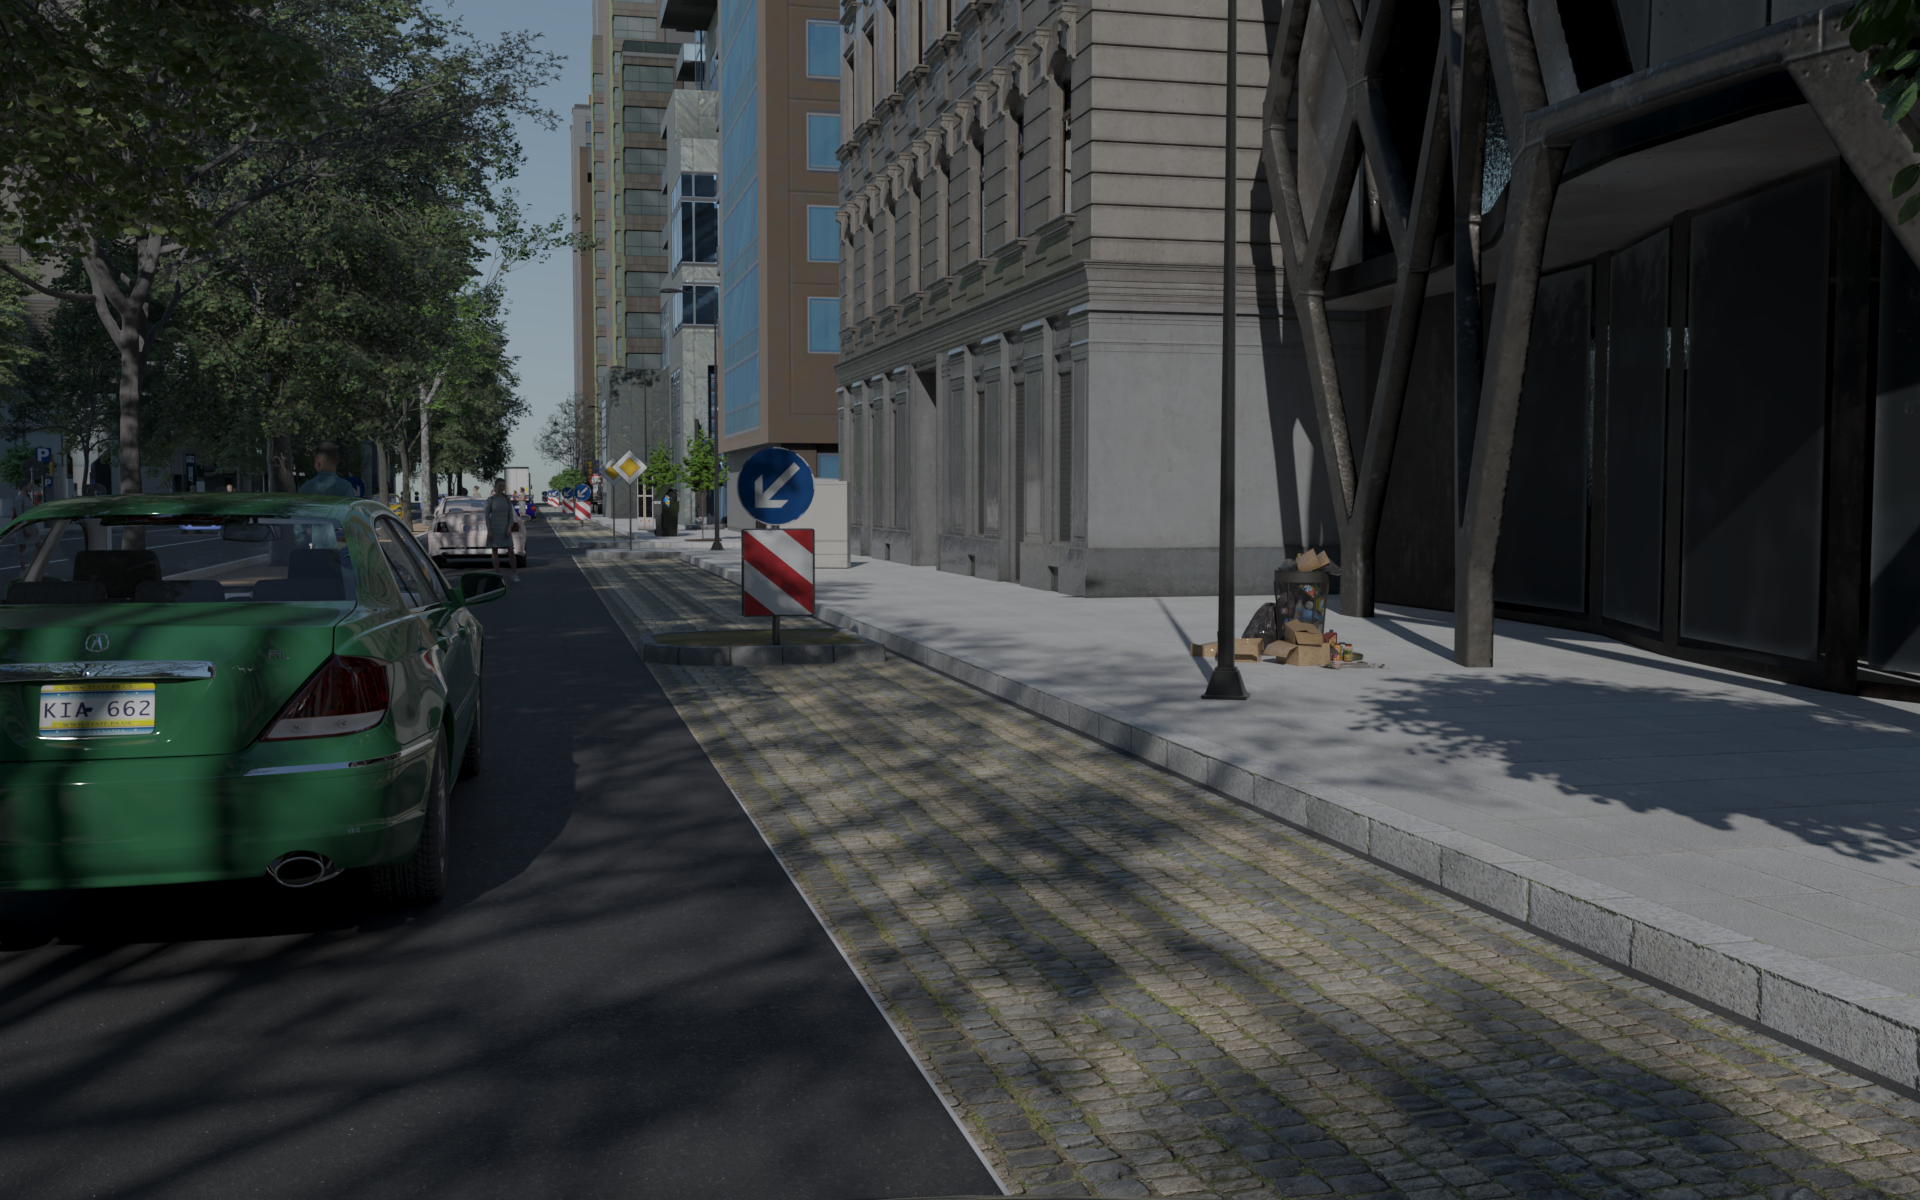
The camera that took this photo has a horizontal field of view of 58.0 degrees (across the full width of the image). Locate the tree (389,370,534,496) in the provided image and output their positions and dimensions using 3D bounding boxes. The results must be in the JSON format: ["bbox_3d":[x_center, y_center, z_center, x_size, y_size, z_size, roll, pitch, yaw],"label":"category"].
[{"bbox_3d":[-33.039,-11.906,114.125,9.611,12.733,9.660,0,3,0],"label":"tree"}]

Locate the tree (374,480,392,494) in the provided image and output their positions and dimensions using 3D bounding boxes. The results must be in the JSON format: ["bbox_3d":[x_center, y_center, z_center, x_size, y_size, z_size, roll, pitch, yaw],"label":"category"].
[{"bbox_3d":[-73.244,-13.762,219.608,1.663,3.219,1.824,0,3,0],"label":"tree"}]

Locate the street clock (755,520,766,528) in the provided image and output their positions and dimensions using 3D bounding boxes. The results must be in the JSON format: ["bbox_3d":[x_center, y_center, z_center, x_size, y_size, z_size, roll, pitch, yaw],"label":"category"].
[{"bbox_3d":[-4.218,-1.963,36.663,0.471,2.002,0.358,-3,4,-38],"label":"street clock"}]

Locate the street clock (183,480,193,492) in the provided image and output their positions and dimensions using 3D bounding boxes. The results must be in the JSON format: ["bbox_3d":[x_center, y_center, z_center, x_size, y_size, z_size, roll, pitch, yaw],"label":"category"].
[{"bbox_3d":[-40.819,-5.324,91.614,0.471,2.002,0.358,-2,4,-30],"label":"street clock"}]

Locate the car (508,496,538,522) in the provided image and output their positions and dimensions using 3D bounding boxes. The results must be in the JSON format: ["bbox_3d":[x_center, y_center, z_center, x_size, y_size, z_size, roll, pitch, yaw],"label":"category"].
[{"bbox_3d":[-22.883,-4.724,89.814,1.945,1.354,3.894,-1,4,-16],"label":"car"}]

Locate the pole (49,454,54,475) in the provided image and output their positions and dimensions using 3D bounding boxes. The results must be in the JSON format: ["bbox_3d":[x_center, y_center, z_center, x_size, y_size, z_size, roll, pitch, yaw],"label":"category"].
[{"bbox_3d":[-46.151,-5.763,88.070,0.158,3.312,0.155,0,3,0],"label":"pole"}]

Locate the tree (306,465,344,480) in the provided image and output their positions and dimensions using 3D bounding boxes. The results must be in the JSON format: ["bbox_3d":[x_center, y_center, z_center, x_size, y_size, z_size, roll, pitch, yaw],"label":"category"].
[{"bbox_3d":[-58.886,-10.820,160.614,4.285,4.588,4.351,0,3,0],"label":"tree"}]

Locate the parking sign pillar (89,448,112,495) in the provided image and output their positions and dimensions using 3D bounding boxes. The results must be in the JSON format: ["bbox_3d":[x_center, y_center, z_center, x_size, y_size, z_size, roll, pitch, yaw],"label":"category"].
[{"bbox_3d":[-49.559,-6.814,99.882,1.447,3.967,1.447,1,4,14],"label":"parking sign pillar"}]

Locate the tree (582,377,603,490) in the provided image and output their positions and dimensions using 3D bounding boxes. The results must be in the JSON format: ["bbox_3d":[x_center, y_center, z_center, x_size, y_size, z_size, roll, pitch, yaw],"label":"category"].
[{"bbox_3d":[-20.531,-9.322,102.784,4.360,8.622,3.978,0,3,0],"label":"tree"}]

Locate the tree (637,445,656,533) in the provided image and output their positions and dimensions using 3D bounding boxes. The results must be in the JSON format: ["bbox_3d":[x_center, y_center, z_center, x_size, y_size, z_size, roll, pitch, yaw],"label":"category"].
[{"bbox_3d":[-10.129,-3.883,58.089,1.663,3.219,1.824,0,3,0],"label":"tree"}]

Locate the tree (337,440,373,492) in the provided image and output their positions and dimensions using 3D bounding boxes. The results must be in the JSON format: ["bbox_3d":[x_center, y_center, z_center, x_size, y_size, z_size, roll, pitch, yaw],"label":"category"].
[{"bbox_3d":[-62.890,-14.047,180.023,4.360,8.622,3.978,0,3,0],"label":"tree"}]

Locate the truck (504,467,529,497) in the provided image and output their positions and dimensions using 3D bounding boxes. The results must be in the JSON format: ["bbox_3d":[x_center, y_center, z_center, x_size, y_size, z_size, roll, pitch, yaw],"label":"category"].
[{"bbox_3d":[-46.718,-11.832,182.364,2.839,4.237,11.283,-1,4,-15],"label":"truck"}]

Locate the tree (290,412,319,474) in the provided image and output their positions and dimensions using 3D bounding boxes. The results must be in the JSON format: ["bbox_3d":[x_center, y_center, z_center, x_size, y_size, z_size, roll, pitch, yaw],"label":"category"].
[{"bbox_3d":[-50.622,-11.035,130.780,4.360,8.622,3.978,0,3,0],"label":"tree"}]

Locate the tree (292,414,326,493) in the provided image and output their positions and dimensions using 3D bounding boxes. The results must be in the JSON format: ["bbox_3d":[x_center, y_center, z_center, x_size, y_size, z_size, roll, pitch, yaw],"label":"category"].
[{"bbox_3d":[-51.607,-11.328,135.571,4.737,8.622,4.395,0,3,0],"label":"tree"}]

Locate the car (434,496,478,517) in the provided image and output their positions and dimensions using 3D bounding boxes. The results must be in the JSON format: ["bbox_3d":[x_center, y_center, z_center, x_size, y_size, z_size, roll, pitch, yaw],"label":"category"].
[{"bbox_3d":[-16.951,-2.870,59.289,2.083,1.381,4.827,-1,4,-12],"label":"car"}]

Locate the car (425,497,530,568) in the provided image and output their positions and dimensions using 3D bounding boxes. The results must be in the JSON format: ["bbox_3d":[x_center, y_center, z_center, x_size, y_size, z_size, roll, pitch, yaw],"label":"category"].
[{"bbox_3d":[-9.718,-1.379,34.917,2.083,1.381,4.827,-1,4,-15],"label":"car"}]

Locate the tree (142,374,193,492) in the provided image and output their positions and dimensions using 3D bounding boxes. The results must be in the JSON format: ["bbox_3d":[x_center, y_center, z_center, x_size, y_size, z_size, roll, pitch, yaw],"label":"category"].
[{"bbox_3d":[-46.317,-9.210,100.946,4.737,8.622,4.395,0,3,0],"label":"tree"}]

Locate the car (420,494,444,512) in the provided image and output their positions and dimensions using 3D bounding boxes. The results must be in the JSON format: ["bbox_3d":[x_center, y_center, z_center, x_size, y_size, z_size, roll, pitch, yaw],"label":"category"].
[{"bbox_3d":[-42.918,-8.035,140.957,1.945,1.707,3.694,-1,4,-13],"label":"car"}]

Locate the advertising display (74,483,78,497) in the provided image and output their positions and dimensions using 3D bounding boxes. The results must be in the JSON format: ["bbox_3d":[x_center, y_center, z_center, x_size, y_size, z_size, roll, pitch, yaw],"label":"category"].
[{"bbox_3d":[-51.511,-5.836,100.634,0.123,1.923,0.974,0,4,-7],"label":"advertising display"}]

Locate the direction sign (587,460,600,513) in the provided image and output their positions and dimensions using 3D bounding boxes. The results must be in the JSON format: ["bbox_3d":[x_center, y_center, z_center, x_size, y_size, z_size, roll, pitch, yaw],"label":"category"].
[{"bbox_3d":[-24.299,-7.511,114.809,0.876,3.537,0.379,-2,4,-35],"label":"direction sign"}]

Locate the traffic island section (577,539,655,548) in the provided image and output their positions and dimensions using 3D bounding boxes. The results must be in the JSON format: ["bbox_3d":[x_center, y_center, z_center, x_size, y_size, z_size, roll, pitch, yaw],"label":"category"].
[{"bbox_3d":[-9.392,-1.521,47.145,2.009,0.180,2.903,-1,4,-14],"label":"traffic island section"}]

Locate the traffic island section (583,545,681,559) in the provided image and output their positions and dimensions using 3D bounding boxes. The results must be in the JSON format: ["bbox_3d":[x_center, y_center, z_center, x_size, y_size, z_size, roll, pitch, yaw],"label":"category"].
[{"bbox_3d":[-7.466,-1.047,39.395,2.009,0.180,2.903,-1,4,-14],"label":"traffic island section"}]

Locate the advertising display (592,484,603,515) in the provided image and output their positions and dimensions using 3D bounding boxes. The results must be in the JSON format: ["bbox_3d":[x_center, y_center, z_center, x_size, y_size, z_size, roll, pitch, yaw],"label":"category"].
[{"bbox_3d":[-22.462,-6.296,108.152,0.974,1.923,0.123,-2,4,-23],"label":"advertising display"}]

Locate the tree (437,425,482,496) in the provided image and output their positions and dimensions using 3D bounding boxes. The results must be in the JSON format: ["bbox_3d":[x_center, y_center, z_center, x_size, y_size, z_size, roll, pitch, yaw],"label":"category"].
[{"bbox_3d":[-31.136,-9.377,106.135,4.737,8.622,4.395,0,3,0],"label":"tree"}]

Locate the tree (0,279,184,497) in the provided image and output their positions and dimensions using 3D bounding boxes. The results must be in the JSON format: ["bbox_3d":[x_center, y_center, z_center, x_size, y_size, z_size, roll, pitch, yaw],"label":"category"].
[{"bbox_3d":[-36.454,-8.437,72.353,7.601,10.594,8.767,0,4,-6],"label":"tree"}]

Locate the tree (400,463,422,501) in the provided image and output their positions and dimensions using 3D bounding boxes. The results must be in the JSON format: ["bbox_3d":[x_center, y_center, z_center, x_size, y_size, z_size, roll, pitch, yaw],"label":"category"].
[{"bbox_3d":[-84.597,-19.380,267.220,4.360,8.622,3.978,0,3,0],"label":"tree"}]

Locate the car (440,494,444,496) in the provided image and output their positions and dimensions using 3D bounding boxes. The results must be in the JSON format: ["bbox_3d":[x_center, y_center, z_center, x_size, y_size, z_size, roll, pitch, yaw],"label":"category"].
[{"bbox_3d":[-71.971,-14.055,239.387,1.945,1.707,3.694,-1,4,-15],"label":"car"}]

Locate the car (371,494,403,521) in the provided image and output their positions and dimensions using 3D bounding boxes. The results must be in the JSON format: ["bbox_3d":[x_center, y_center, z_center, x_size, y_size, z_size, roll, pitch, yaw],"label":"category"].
[{"bbox_3d":[-27.370,-4.426,82.588,2.015,1.641,3.980,-1,4,-16],"label":"car"}]

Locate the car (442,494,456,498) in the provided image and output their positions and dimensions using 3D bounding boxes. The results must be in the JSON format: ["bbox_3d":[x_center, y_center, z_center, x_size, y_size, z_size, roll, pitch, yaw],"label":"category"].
[{"bbox_3d":[-46.741,-8.976,158.755,2.014,1.417,4.499,-1,4,-14],"label":"car"}]

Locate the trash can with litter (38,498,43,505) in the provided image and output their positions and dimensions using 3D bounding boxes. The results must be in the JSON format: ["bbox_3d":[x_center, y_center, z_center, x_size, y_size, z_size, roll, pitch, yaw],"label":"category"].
[{"bbox_3d":[-46.277,-4.633,87.138,1.055,1.170,0.624,1,4,14],"label":"trash can with litter"}]

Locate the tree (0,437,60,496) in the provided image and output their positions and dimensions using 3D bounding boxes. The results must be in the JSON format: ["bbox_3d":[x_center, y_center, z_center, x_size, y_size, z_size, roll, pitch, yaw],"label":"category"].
[{"bbox_3d":[-53.666,-7.087,99.590,4.285,4.588,4.351,0,3,0],"label":"tree"}]

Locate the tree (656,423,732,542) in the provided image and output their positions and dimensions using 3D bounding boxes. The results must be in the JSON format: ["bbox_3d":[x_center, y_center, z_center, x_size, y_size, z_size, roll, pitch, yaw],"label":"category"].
[{"bbox_3d":[-7.108,-3.204,46.987,1.663,3.219,1.824,0,3,0],"label":"tree"}]

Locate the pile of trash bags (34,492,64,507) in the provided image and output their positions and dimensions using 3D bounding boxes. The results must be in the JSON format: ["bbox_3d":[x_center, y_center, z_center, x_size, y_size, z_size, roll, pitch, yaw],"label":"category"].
[{"bbox_3d":[-50.541,-5.321,96.744,3.447,1.369,1.912,2,4,23],"label":"pile of trash bags"}]

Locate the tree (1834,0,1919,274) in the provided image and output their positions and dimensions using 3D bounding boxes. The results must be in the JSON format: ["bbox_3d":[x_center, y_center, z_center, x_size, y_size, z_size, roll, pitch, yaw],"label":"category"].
[{"bbox_3d":[3.383,-1.224,3.723,4.285,4.588,4.351,0,3,0],"label":"tree"}]

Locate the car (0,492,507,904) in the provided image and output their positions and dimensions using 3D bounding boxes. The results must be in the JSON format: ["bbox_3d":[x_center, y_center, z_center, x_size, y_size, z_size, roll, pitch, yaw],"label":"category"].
[{"bbox_3d":[-3.016,0.276,7.278,2.131,1.459,4.920,-1,4,-13],"label":"car"}]

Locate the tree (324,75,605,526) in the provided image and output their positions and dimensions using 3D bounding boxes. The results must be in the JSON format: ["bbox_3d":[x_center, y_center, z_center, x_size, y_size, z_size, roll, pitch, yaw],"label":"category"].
[{"bbox_3d":[-22.551,-13.350,76.612,12.611,20.169,13.585,0,3,0],"label":"tree"}]

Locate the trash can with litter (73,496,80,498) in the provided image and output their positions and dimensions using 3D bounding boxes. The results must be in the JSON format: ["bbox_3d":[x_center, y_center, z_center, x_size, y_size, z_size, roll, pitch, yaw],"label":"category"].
[{"bbox_3d":[-37.839,-3.865,74.250,2.233,1.210,1.678,3,5,44],"label":"trash can with litter"}]

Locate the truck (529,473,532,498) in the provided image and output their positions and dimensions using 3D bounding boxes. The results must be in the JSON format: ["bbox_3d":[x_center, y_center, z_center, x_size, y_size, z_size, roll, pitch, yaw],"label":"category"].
[{"bbox_3d":[-58.796,-14.871,232.048,2.839,4.237,11.283,-1,4,-13],"label":"truck"}]

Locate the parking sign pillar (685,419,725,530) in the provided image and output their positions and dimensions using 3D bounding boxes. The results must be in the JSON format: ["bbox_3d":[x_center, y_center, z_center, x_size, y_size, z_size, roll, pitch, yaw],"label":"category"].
[{"bbox_3d":[-9.248,-4.539,62.691,1.447,3.967,1.447,0,4,5],"label":"parking sign pillar"}]

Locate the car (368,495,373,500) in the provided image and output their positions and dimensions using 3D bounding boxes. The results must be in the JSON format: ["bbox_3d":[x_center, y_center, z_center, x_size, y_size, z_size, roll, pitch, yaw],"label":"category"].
[{"bbox_3d":[-45.897,-7.575,136.437,1.945,1.354,3.894,-1,4,-14],"label":"car"}]

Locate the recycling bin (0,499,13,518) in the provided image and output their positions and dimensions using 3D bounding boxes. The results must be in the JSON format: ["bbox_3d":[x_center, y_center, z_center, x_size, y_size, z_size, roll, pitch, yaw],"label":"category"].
[{"bbox_3d":[-52.083,-4.994,94.213,0.722,1.027,0.722,1,4,15],"label":"recycling bin"}]
